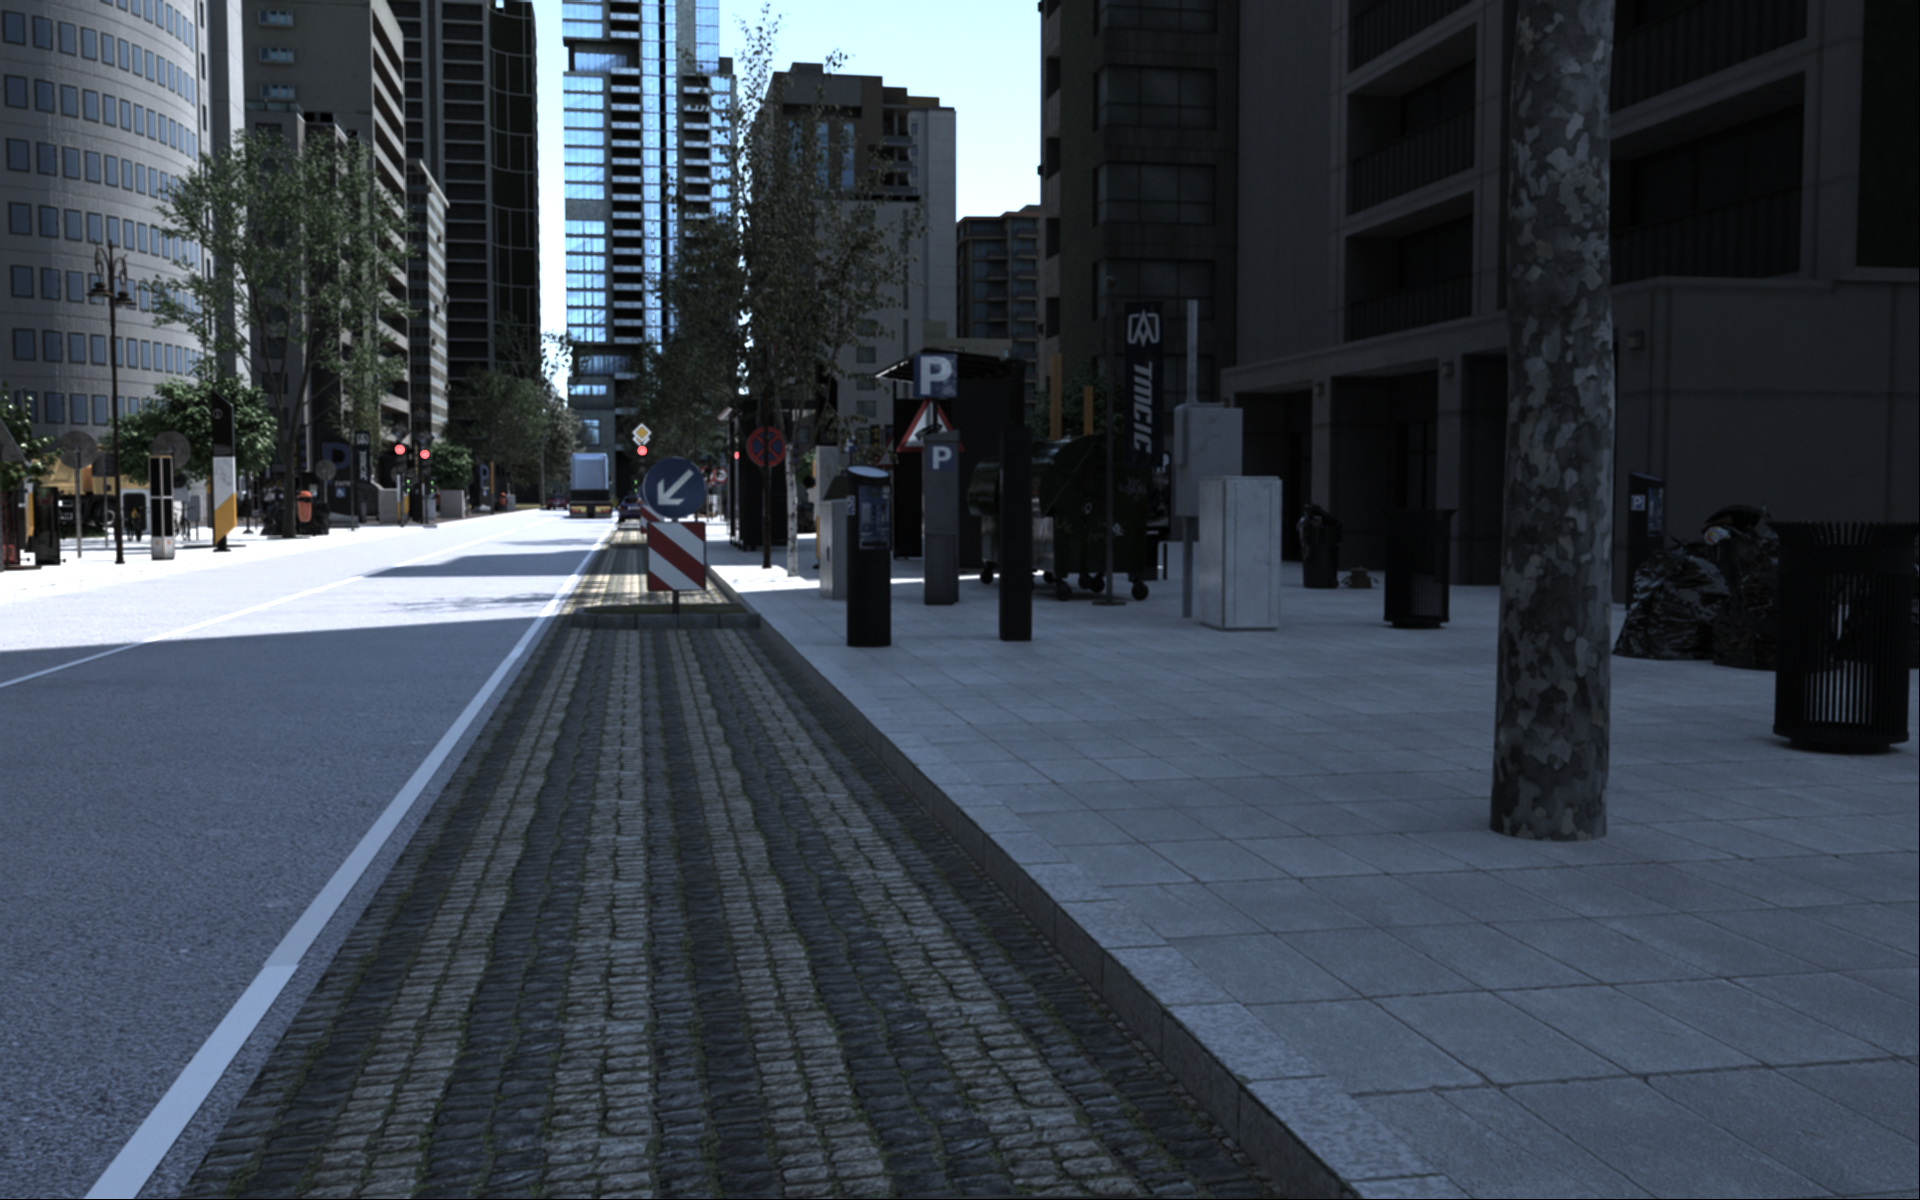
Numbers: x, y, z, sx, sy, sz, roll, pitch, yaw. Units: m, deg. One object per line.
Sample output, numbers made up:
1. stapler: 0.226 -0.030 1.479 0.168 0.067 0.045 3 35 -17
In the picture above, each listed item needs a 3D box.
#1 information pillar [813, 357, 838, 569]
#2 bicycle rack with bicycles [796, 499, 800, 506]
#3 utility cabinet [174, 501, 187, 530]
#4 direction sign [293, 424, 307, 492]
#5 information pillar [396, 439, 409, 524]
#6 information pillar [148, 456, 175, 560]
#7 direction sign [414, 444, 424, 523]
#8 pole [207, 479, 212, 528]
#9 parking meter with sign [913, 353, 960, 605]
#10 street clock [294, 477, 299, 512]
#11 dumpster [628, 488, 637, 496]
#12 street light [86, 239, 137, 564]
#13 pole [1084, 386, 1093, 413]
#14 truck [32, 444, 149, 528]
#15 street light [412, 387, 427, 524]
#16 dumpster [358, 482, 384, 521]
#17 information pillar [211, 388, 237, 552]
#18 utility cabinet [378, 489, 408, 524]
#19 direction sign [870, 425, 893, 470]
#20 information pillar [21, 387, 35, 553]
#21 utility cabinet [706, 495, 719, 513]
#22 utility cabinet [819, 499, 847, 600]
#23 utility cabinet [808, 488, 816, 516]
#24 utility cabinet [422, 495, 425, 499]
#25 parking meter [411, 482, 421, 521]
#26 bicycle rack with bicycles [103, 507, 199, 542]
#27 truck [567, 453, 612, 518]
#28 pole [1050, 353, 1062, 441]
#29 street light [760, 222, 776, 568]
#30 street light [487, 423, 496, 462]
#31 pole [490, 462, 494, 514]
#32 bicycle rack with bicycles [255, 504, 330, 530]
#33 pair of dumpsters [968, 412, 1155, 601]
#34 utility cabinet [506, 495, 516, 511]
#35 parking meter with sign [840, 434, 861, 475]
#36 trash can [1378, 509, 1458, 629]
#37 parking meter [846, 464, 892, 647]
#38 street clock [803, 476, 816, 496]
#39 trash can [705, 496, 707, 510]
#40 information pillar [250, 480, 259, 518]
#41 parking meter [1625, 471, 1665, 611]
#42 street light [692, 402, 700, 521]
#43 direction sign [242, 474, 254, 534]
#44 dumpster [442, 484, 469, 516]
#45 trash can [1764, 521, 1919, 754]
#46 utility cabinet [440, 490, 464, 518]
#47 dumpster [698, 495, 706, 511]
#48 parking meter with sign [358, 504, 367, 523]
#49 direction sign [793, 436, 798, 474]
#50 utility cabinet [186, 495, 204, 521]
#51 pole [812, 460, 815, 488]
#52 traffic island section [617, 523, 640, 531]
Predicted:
1. information pillar: -2.305 -2.355 29.858 0.183 3.616 0.504 3 4 38
2. bicycle rack with bicycles: -12.175 -6.831 125.061 2.925 0.926 2.852 3 5 39
3. utility cabinet: -27.734 -3.206 61.098 0.318 1.500 1.173 0 4 2
4. direction sign: -21.537 -3.945 56.495 0.876 3.537 0.379 3 5 39
5. information pillar: -23.695 -5.030 73.590 0.504 3.616 0.183 -3 5 -39
6. information pillar: -15.511 -1.783 33.650 0.304 2.012 0.304 1 4 17
7. direction sign: -24.344 -5.257 77.953 0.379 3.537 0.876 1 4 9
8. pole: -28.076 -4.339 64.780 0.158 3.312 0.155 0 3 0
9. parking meter with sign: -0.260 -1.498 20.753 0.543 3.016 1.738 0 4 -3
10. street clock: -28.203 -4.216 73.505 0.358 2.002 0.471 2 4 30
11. dumpster: -41.949 -13.410 224.203 1.985 2.255 1.502 -1 4 -9
12. street light: -15.418 -3.598 31.610 0.468 5.910 1.993 -1 4 -11
13. pole: 2.422 -2.381 32.771 0.158 3.312 0.155 0 3 0
14. truck: -35.019 -4.364 67.274 9.791 3.379 3.469 -1 4 -10
15. street light: -23.419 -6.264 75.211 0.468 5.910 1.993 -1 4 -11
16. dumpster: -28.136 -4.688 82.403 1.264 1.857 1.865 -1 4 -11
17. information pillar: -16.351 -2.881 38.457 0.504 3.616 0.183 0 4 6
18. utility cabinet: -24.428 -4.036 74.668 1.173 1.500 0.318 -3 5 -43
19. direction sign: -2.530 -3.950 56.574 0.876 3.537 0.379 1 4 23
20. information pillar: -20.347 -2.841 37.807 0.183 3.616 0.504 -3 4 -38
21. utility cabinet: -15.651 -6.021 109.602 0.306 1.237 1.020 2 4 24
22. utility cabinet: -1.526 -0.625 21.376 0.306 1.237 1.020 -1 4 -14
23. utility cabinet: -4.923 -3.330 63.119 1.173 1.500 0.318 1 4 18
24. utility cabinet: -42.714 -7.759 138.015 0.306 1.237 1.020 0 4 -3
25. parking meter: -25.552 -4.626 81.349 0.255 1.863 0.399 3 5 44
26. bicycle rack with bicycles: -22.113 -2.081 47.398 2.852 0.926 2.925 -1 4 -16
27. truck: -23.292 -7.293 108.997 2.967 4.110 18.799 -1 4 -12
28. pole: 1.394 -1.920 25.230 0.158 3.312 0.155 0 3 0
29. street light: -3.335 -3.484 29.752 0.468 5.910 1.993 -1 4 -11
30. street light: -30.623 -8.598 113.372 0.468 5.910 1.993 -1 4 -11
31. pole: -29.382 -7.026 108.724 0.158 3.312 0.155 0 3 0
32. bicycle rack with bicycles: -23.743 -2.935 61.364 2.852 0.926 2.925 -2 4 -30
33. pair of dumpsters: 1.275 -1.236 22.704 1.574 2.255 4.437 -1 4 -10
34. utility cabinet: -33.685 -7.215 129.125 1.020 1.237 0.306 -1 4 -22
35. parking meter with sign: -3.201 -3.254 49.461 0.543 3.016 1.738 0 4 3
36. trash can: 4.394 -0.305 16.647 0.748 1.137 0.748 0 3 0
37. parking meter: -0.771 -0.380 14.631 0.372 1.533 0.369 0 3 0
38. street clock: -5.944 -3.913 68.544 0.471 2.002 0.358 1 4 17
39. trash can: -17.477 -6.508 118.052 0.748 1.137 0.748 0 3 0
40. information pillar: -37.083 -5.295 91.068 0.304 2.012 0.304 -3 5 -43
41. parking meter: 7.507 -0.646 18.975 0.372 1.533 0.369 0 3 0
42. street light: -10.390 -5.829 68.093 0.468 5.910 1.993 -1 4 -11
43. direction sign: -23.222 -3.939 56.401 0.379 3.537 0.876 -2 4 -29
44. dumpster: -29.561 -6.043 101.293 1.502 2.255 1.985 -1 4 -11
45. trash can: 4.448 0.179 8.726 0.748 1.137 0.748 0 3 0
46. utility cabinet: -26.722 -5.043 91.139 1.173 1.500 0.318 0 4 -2
47. dumpster: -16.216 -6.158 106.440 1.264 1.857 1.865 -1 4 -10
48. parking meter with sign: -26.736 -4.866 75.821 0.543 3.016 1.738 1 4 20
49. direction sign: -6.775 -4.627 67.651 0.876 3.537 0.379 -1 4 -13
50. utility cabinet: -36.219 -4.313 81.681 1.020 1.237 0.306 1 4 11
51. pole: -8.695 -6.677 103.012 0.158 3.312 0.155 0 3 0
52. traffic island section: -12.467 -2.811 68.239 2.009 0.180 2.903 -1 4 -11
